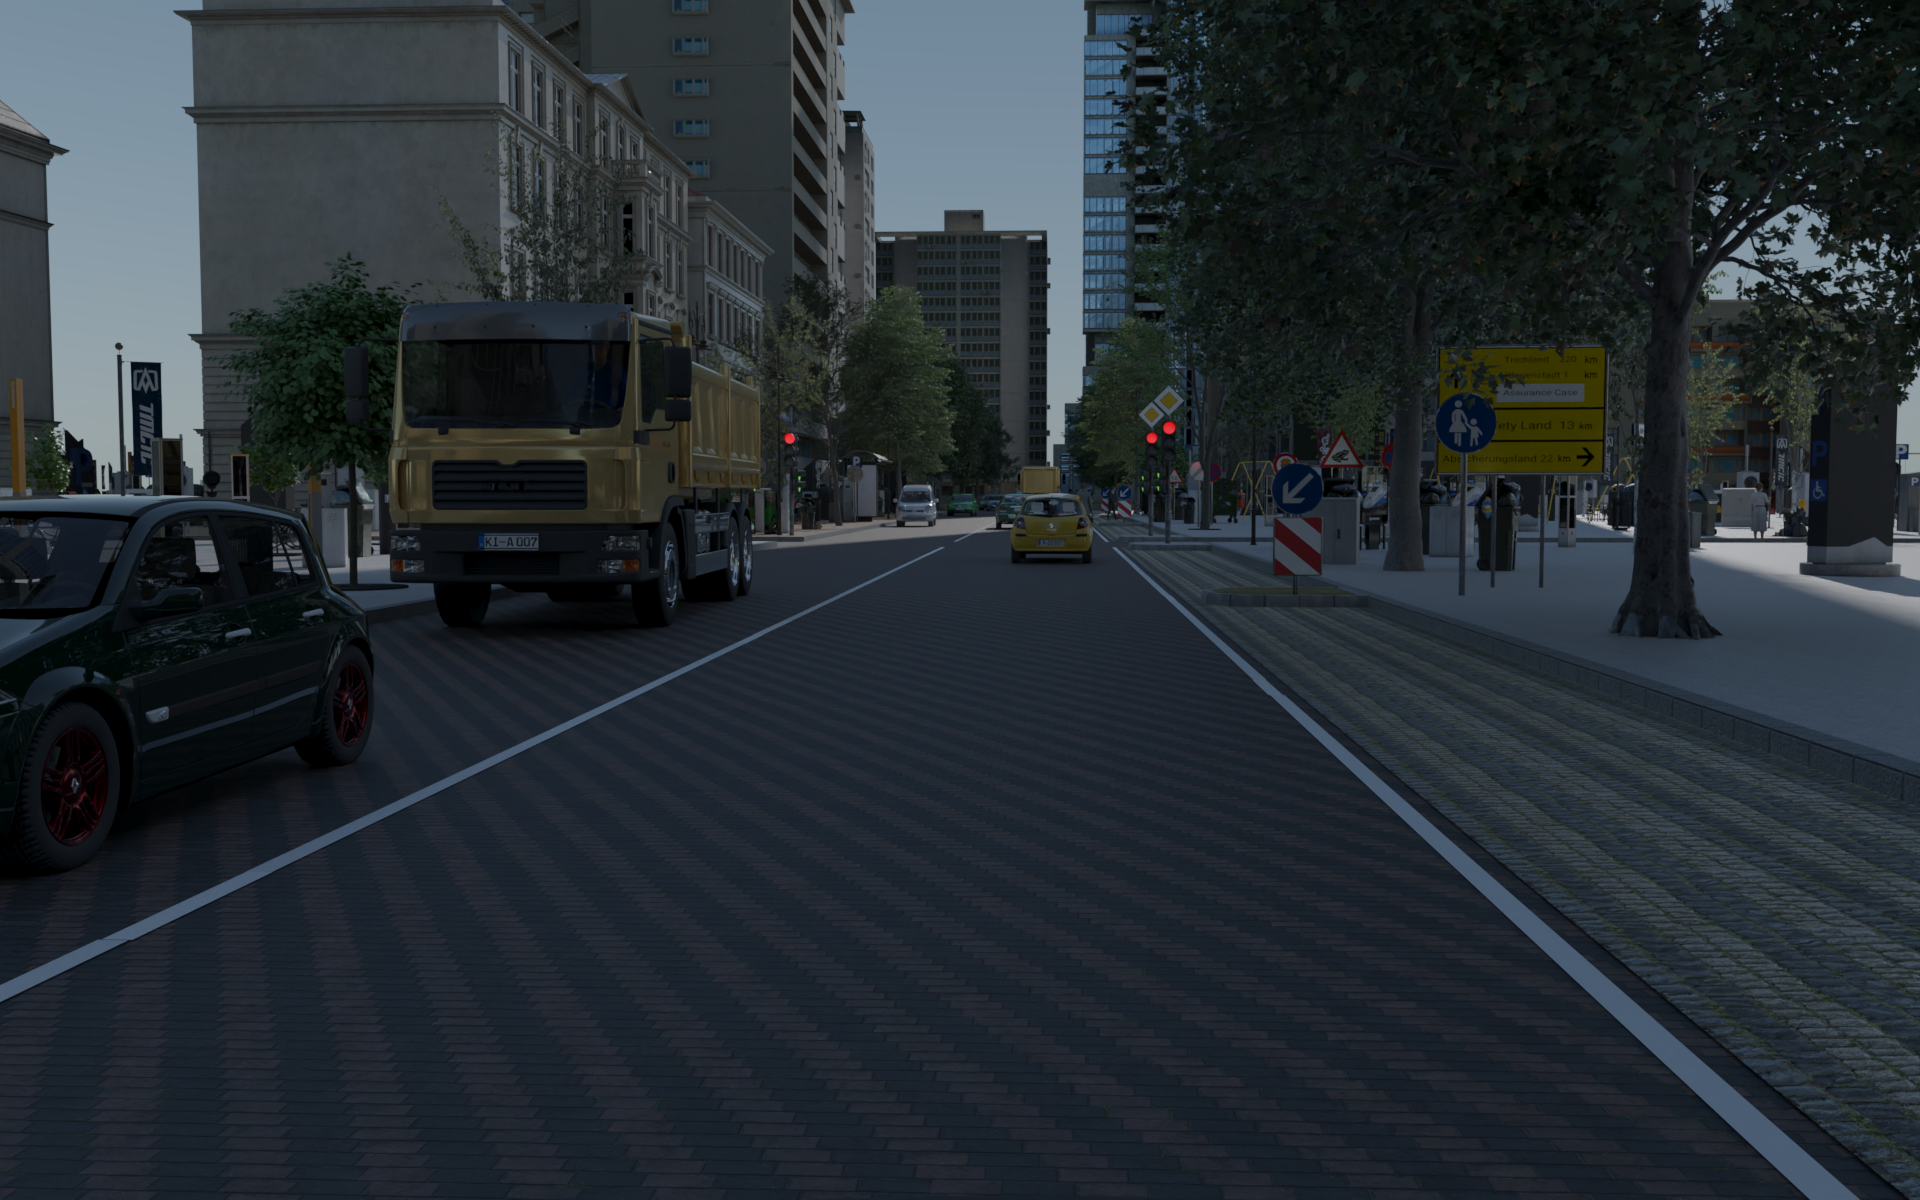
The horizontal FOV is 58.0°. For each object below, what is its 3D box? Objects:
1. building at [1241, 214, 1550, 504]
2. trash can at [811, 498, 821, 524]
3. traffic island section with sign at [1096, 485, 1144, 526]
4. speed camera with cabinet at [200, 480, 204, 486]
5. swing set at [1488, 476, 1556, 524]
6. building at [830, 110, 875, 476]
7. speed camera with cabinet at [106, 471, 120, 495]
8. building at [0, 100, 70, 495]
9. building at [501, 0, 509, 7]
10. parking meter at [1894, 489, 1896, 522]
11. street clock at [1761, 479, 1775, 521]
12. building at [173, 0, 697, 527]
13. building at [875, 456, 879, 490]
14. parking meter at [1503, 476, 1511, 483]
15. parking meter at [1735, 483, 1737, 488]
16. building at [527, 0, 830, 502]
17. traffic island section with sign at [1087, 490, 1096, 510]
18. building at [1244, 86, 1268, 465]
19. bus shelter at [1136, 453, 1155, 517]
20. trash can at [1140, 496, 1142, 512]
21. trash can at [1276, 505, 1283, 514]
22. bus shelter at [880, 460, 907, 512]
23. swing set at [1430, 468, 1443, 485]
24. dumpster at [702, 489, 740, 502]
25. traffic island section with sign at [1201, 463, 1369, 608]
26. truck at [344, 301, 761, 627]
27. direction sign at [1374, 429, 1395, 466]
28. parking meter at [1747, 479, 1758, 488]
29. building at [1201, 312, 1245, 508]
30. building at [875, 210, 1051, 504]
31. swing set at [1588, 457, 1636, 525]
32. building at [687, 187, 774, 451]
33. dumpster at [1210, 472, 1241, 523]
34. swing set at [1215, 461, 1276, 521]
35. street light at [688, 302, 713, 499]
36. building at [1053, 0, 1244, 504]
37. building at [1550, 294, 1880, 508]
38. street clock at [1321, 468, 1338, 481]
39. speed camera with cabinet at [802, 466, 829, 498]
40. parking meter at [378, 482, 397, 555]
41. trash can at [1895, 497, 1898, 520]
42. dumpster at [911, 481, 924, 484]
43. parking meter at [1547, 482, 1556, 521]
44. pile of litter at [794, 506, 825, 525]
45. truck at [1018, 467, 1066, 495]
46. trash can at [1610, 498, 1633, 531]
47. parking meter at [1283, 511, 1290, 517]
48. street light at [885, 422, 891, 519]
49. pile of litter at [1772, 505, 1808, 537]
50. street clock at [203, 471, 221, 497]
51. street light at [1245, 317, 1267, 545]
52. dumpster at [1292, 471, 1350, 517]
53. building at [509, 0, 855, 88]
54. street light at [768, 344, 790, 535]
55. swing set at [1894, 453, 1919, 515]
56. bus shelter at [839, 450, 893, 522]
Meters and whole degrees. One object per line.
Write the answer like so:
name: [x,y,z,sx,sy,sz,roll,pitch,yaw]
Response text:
building: [33.820,-42.695,136.307,20.563,71.187,20.611,0,4,3]
trash can: [-6.029,-3.634,71.063,0.748,1.137,0.748,0,3,0]
traffic island section with sign: [7.212,-4.211,77.484,1.989,1.847,2.006,0,4,3]
speed camera with cabinet: [-45.193,-6.806,105.613,2.038,3.252,0.660,-3,5,-42]
swing set: [23.670,-4.562,72.202,3.119,2.851,2.862,0,4,0]
building: [-16.472,-30.803,187.222,14.086,41.232,14.154,0,4,3]
speed camera with cabinet: [-34.288,-4.658,70.488,0.660,3.252,2.038,-2,4,-35]
building: [-48.794,-12.643,71.342,19.286,19.102,10.561,0,4,3]
building: [-37.788,-39.280,184.225,28.212,58.520,21.231,0,4,3]
parking meter: [36.915,-3.692,68.768,0.372,1.533,0.369,0,3,0]
street clock: [38.083,-4.725,81.823,0.471,2.002,0.358,2,4,31]
building: [-21.596,-16.131,82.831,14.460,24.649,34.723,0,4,3]
building: [-25.515,-39.678,237.978,27.495,52.752,28.713,0,4,3]
parking meter: [13.242,-2.235,42.248,0.255,1.863,0.399,3,5,39]
parking meter: [41.635,-5.318,92.665,0.255,1.863,0.399,3,4,36]
building: [-22.572,-31.581,140.045,21.300,48.544,21.600,0,4,3]
traffic island section with sign: [8.725,-5.895,105.003,1.989,1.847,2.006,0,4,3]
building: [32.423,-28.816,154.735,14.154,41.232,14.086,0,4,3]
bus shelter: [11.278,-6.710,100.989,1.731,3.624,6.357,0,4,3]
trash can: [12.757,-6.817,123.109,0.748,1.137,0.748,0,3,0]
trash can: [20.834,-6.160,112.373,0.748,1.137,0.748,0,3,0]
bus shelter: [-4.539,-8.049,122.884,1.731,3.624,6.357,0,4,3]
swing set: [29.680,-6.547,104.665,3.119,2.851,2.862,-2,4,-24]
dumpster: [-8.176,-3.375,57.671,1.502,2.255,1.985,0,4,3]
traffic island section with sign: [4.205,-0.861,22.705,1.989,1.847,2.006,0,4,3]
truck: [-4.315,-1.526,20.872,3.469,3.379,9.791,0,4,1]
direction sign: [14.782,-4.157,59.971,0.876,3.537,0.379,2,4,24]
parking meter: [30.811,-3.774,67.409,0.399,1.863,0.255,-2,4,-35]
building: [39.694,-20.268,176.423,27.650,21.520,28.899,0,4,3]
building: [0.492,-33.501,239.627,23.993,40.220,32.217,0,4,3]
swing set: [28.478,-4.627,73.274,2.862,2.851,3.119,0,4,5]
building: [-19.272,-16.791,110.695,11.583,22.565,21.152,0,4,3]
dumpster: [11.586,-4.530,76.563,1.502,2.255,1.985,0,4,3]
swing set: [14.088,-5.235,83.207,2.862,2.851,3.119,-1,4,-18]
street light: [-6.309,-4.217,41.736,0.468,5.910,1.993,0,4,3]
building: [28.048,-56.141,230.574,31.000,86.520,22.319,0,4,3]
building: [73.373,-20.261,176.305,28.899,21.520,27.650,0,4,3]
street clock: [7.824,-1.964,36.689,0.358,2.002,0.471,2,4,30]
speed camera with cabinet: [-10.190,-7.886,123.266,2.038,3.252,0.660,1,4,21]
parking meter: [-12.167,-1.739,36.844,0.372,1.533,0.369,0,3,0]
trash can: [47.888,-4.753,89.369,0.748,1.137,0.748,0,3,0]
dumpster: [-3.035,-7.183,119.939,1.502,2.255,1.985,0,4,3]
parking meter: [28.158,-4.694,82.457,0.255,1.863,0.399,0,4,-4]
pile of litter: [-6.461,-3.633,73.366,1.719,0.858,1.176,-2,4,-28]
truck: [5.629,-7.642,120.867,3.469,3.379,9.791,0,4,4]
trash can: [23.349,-3.028,61.155,0.748,1.137,0.748,0,3,0]
parking meter: [16.092,-4.865,85.253,0.255,1.863,0.399,2,4,32]
street light: [-3.674,-7.089,88.699,0.468,5.910,1.993,0,4,3]
pile of litter: [25.089,-2.330,52.064,1.176,0.858,1.719,-1,4,-13]
street clock: [-23.349,-3.028,54.074,0.471,2.002,0.358,-3,5,-43]
street light: [7.373,-4.315,43.345,0.468,5.910,1.993,0,4,3]
dumpster: [8.434,-2.120,40.418,1.264,1.857,1.865,0,4,3]
building: [-25.539,-35.233,165.296,28.713,52.752,27.495,0,4,3]
street light: [-5.606,-4.947,53.664,0.468,5.910,1.993,0,4,3]
swing set: [35.321,-4.189,66.116,3.119,2.851,2.862,1,4,23]
bus shelter: [-4.461,-5.432,82.741,2.014,3.302,5.546,0,4,3]
